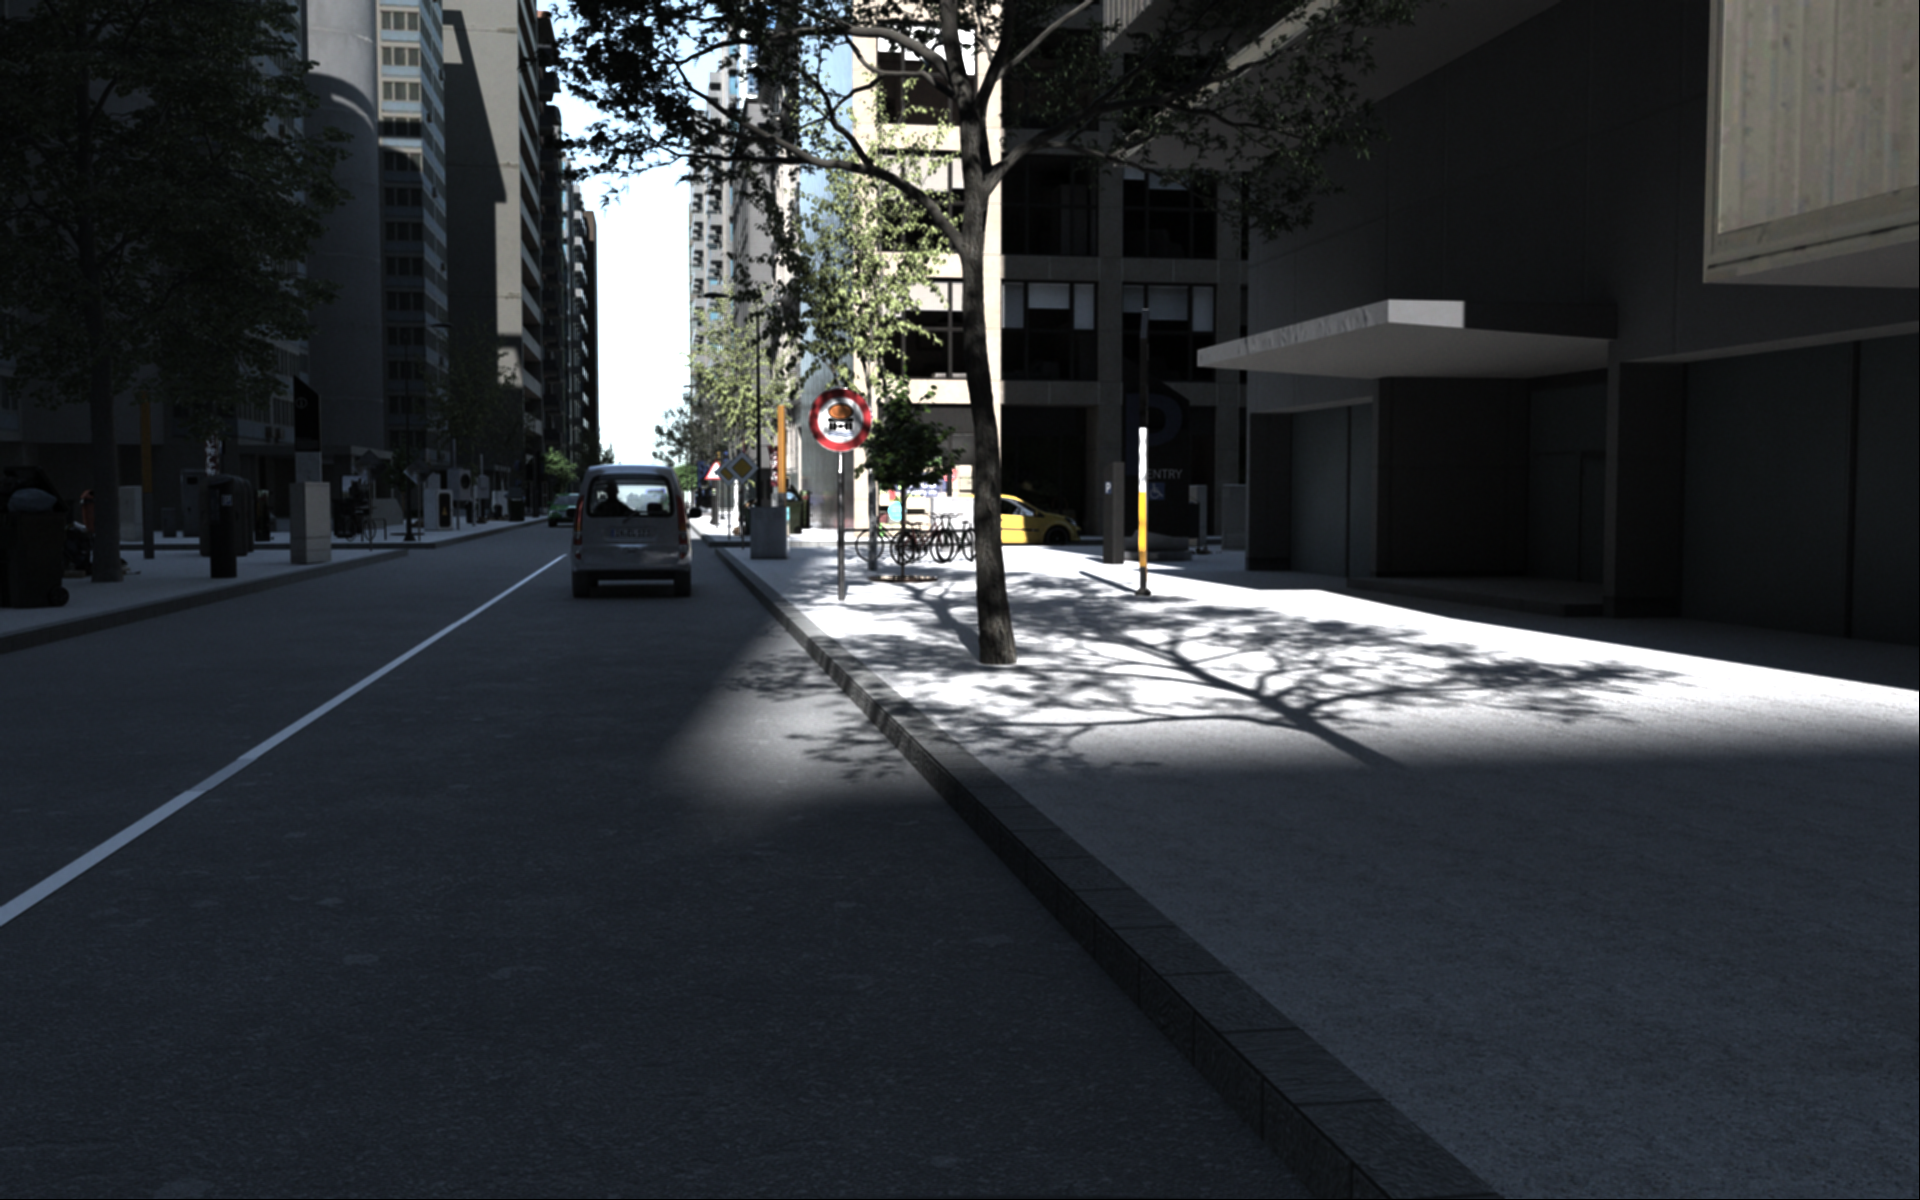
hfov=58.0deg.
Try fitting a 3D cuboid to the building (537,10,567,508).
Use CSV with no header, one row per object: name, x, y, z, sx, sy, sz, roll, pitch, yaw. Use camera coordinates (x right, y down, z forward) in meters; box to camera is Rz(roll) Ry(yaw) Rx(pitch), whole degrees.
building,-46.936,-30.544,154.014,22.147,44.769,28.867,-1,4,-10

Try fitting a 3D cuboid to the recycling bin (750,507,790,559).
recycling bin,-3.783,-1.343,34.508,0.722,1.027,0.722,0,4,0

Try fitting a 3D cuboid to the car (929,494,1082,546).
car,1.204,-2.157,45.491,3.980,1.641,2.015,-1,4,-11

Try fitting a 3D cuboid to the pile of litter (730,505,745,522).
pile of litter,-9.890,-4.037,79.975,1.719,0.858,1.176,3,5,44

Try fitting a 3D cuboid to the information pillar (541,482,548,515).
information pillar,-25.148,-6.137,104.836,0.304,2.012,0.304,-2,4,-27

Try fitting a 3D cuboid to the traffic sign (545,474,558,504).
traffic sign,-26.148,-6.775,110.870,0.768,2.556,0.104,0,4,-1

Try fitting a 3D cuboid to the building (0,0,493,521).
building,-44.217,-25.183,103.617,32.217,40.220,23.993,-1,4,-10

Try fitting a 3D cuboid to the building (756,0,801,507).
building,-2.776,-18.405,88.307,14.401,28.519,23.554,-1,4,-10

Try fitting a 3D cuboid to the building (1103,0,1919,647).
building,17.796,-26.185,17.365,28.713,52.752,27.495,-1,4,-10

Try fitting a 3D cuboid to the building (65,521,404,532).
building,-38.390,-22.697,62.976,32.217,40.220,23.993,-1,4,-10

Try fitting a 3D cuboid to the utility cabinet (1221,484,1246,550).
utility cabinet,6.544,-1.873,39.300,1.173,1.500,0.318,1,4,21

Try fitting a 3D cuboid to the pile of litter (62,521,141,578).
pile of litter,-13.570,-0.803,27.093,1.176,0.858,1.719,2,4,29

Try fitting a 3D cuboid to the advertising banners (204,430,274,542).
advertising banners,-19.273,-3.057,46.168,0.090,3.025,2.074,2,4,34

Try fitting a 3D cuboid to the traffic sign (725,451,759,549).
traffic sign,-5.054,-2.238,40.237,0.795,2.450,0.064,-1,4,-10

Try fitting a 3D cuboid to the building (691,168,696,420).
building,-23.371,-36.999,224.548,23.786,49.044,30.456,-1,4,-10

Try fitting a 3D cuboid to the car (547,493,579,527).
car,-17.255,-4.151,76.661,1.959,1.807,4.718,-1,4,-10

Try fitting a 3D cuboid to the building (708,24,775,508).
building,-10.506,-51.218,150.086,22.319,86.520,31.000,-1,4,-10

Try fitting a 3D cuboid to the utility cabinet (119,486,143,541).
utility cabinet,-22.505,-2.345,47.021,1.173,1.500,0.318,3,5,44

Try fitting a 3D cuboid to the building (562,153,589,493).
building,-63.457,-37.982,240.620,23.786,49.044,30.456,-1,4,-10

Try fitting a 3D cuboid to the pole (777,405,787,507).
pole,-4.096,-2.816,39.886,0.158,3.312,0.155,0,3,0

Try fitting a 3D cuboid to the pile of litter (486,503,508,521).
pile of litter,-22.262,-4.287,84.050,1.719,0.858,1.176,-2,4,-29

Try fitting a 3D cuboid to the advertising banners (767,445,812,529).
advertising banners,-6.207,-4.093,63.103,0.090,3.025,2.074,3,5,44

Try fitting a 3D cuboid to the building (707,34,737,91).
building,-15.202,-34.389,181.862,23.786,49.044,30.456,-1,4,-10

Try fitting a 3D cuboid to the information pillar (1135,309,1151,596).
information pillar,2.314,-1.863,21.821,0.183,3.616,0.504,1,4,9

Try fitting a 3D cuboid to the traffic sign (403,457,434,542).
traffic sign,-14.596,-2.634,46.712,0.795,2.450,0.064,-1,4,-10

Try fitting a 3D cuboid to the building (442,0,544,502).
building,-42.778,-30.867,128.380,21.300,48.544,21.600,-1,4,-10

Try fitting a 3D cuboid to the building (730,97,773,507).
building,-7.171,-19.481,112.027,14.314,27.812,24.014,-1,4,-10

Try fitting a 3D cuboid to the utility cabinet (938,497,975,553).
utility cabinet,0.012,-1.650,38.147,0.306,1.237,1.020,3,4,37

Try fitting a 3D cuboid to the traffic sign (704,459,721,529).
traffic sign,-8.927,-3.883,63.491,0.884,2.594,0.081,-1,4,-9

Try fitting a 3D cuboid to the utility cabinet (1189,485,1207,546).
utility cabinet,5.585,-2.065,42.436,0.318,1.500,1.173,-2,4,-26

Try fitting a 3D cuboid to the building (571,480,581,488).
building,-62.513,-31.886,213.209,32.217,40.220,23.993,-1,4,-10

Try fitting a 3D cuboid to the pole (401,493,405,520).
pole,-27.500,-5.605,85.485,0.158,3.312,0.155,0,3,0

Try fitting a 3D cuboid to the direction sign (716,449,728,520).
direction sign,-11.975,-5.826,87.247,0.876,3.537,0.379,3,4,38

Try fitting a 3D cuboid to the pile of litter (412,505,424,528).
pile of litter,-20.550,-3.202,66.326,1.176,0.858,1.719,0,4,3

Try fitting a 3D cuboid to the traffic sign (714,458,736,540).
traffic sign,-6.420,-2.719,48.105,0.795,2.450,0.064,-1,4,-10

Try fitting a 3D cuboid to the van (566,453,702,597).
van,-4.813,-1.133,25.537,2.013,2.044,4.112,-1,4,-9

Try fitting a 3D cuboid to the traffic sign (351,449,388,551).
traffic sign,-13.230,-2.153,38.844,0.795,2.450,0.064,-1,4,-10

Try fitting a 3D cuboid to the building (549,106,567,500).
building,-47.800,-30.127,176.164,14.154,41.232,14.086,-1,4,-10

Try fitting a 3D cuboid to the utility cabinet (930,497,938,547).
utility cabinet,-0.198,-1.883,41.941,1.020,1.237,0.306,-1,4,-20

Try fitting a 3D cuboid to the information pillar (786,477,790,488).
information pillar,-7.640,-4.344,75.524,0.304,2.012,0.304,3,4,37

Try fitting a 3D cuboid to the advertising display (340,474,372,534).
advertising display,-19.594,-3.120,56.226,0.974,1.923,0.123,-2,4,-31

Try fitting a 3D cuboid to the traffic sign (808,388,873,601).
traffic sign,-1.432,-1.268,20.830,0.768,2.556,0.104,0,4,-2

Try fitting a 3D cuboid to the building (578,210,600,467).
building,-62.382,-37.556,264.146,14.600,45.320,14.200,-1,4,-10

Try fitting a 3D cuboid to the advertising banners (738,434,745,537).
advertising banners,-6.440,-3.358,51.099,0.090,3.025,2.074,-1,4,-11

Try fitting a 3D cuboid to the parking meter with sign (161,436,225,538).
parking meter with sign,-22.825,-3.383,51.567,1.738,3.016,0.543,-2,4,-32

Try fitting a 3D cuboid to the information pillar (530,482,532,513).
information pillar,-25.288,-5.998,102.566,0.304,2.012,0.304,-2,4,-25

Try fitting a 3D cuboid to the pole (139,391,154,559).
pole,-16.091,-2.472,34.265,0.158,3.312,0.155,0,3,0

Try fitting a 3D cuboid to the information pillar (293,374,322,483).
information pillar,-12.776,-2.603,33.918,0.504,3.616,0.183,-1,4,-11

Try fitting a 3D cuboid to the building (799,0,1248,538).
building,11.995,-15.784,62.592,34.151,26.468,19.350,-1,4,-10

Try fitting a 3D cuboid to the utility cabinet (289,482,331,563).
utility cabinet,-12.035,-1.430,32.064,0.318,1.500,1.173,0,4,1
